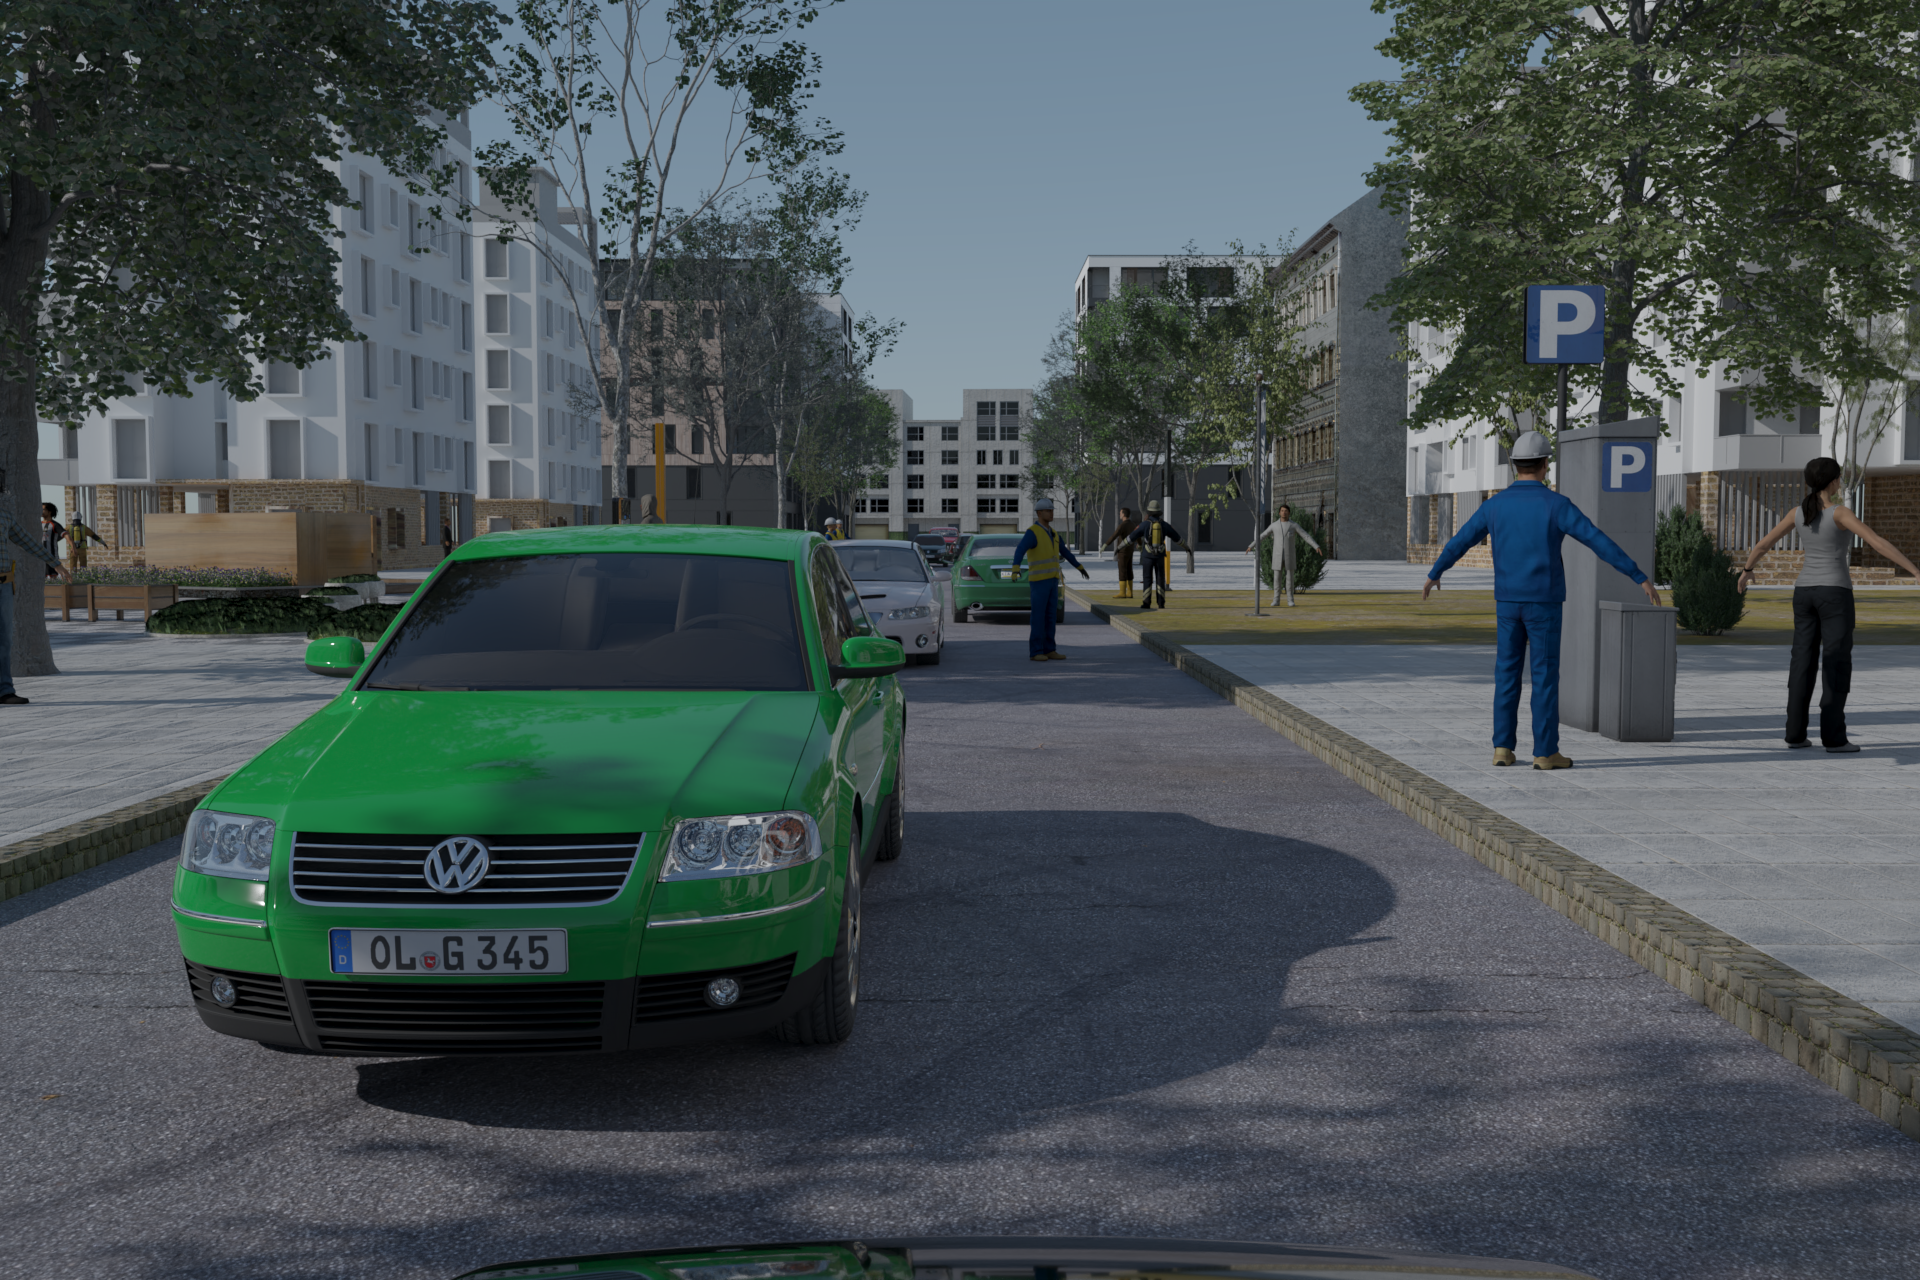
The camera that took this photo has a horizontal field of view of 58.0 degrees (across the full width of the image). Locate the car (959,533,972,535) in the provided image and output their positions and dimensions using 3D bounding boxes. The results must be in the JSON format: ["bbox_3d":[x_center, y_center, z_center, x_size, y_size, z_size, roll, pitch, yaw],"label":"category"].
[{"bbox_3d":[0.324,-6.113,108.994,2.155,1.783,4.494,0,4,0],"label":"car"}]

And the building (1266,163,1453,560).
[{"bbox_3d":[27.598,-15.999,92.509,19.493,23.208,18.063,0,4,1],"label":"building"}]

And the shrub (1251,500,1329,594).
[{"bbox_3d":[7.062,-1.994,37.017,1.690,2.028,1.600,0,3,0],"label":"shrub"}]

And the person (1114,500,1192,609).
[{"bbox_3d":[3.331,-1.467,29.763,1.354,1.856,0.705,0,4,-4],"label":"person"}]

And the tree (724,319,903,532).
[{"bbox_3d":[-8.472,-11.591,99.883,12.009,13.543,11.850,0,3,0],"label":"tree"}]

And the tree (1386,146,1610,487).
[{"bbox_3d":[10.211,-4.980,31.789,4.737,8.622,4.395,0,3,0],"label":"tree"}]

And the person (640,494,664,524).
[{"bbox_3d":[-4.177,-1.045,23.214,0.705,1.813,1.348,1,4,13],"label":"person"}]

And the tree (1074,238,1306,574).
[{"bbox_3d":[7.281,-7.417,55.672,8.767,10.594,7.601,2,4,32],"label":"tree"}]

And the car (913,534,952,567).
[{"bbox_3d":[-1.361,-4.045,75.929,2.009,1.686,4.222,0,4,0],"label":"car"}]

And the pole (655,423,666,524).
[{"bbox_3d":[-5.504,-2.327,31.894,0.158,3.312,0.155,0,3,0],"label":"pole"}]

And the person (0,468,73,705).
[{"bbox_3d":[-7.224,-0.431,12.886,0.704,1.849,1.345,1,4,19],"label":"person"}]

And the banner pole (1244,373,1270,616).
[{"bbox_3d":[4.662,-2.252,26.840,0.401,3.779,0.863,0,4,1],"label":"banner pole"}]

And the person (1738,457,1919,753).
[{"bbox_3d":[5.164,-0.213,10.286,0.721,1.737,1.217,-2,4,-32],"label":"person"}]

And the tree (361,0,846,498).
[{"bbox_3d":[-8.518,-11.452,43.124,12.611,20.169,13.585,0,3,0],"label":"tree"}]

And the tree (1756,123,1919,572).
[{"bbox_3d":[14.942,-4.838,29.470,4.360,8.622,3.978,0,3,0],"label":"tree"}]

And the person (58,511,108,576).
[{"bbox_3d":[-22.044,-2.295,43.285,1.354,1.858,0.705,-2,4,-24],"label":"person"}]

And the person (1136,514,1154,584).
[{"bbox_3d":[4.850,-2.356,44.793,0.705,1.796,1.348,-1,4,-10],"label":"person"}]

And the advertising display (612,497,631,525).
[{"bbox_3d":[-5.999,-1.562,30.746,0.123,1.923,0.974,0,4,2],"label":"advertising display"}]

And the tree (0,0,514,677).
[{"bbox_3d":[-8.741,-6.650,15.387,9.857,13.997,8.962,0,3,0],"label":"tree"}]

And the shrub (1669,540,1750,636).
[{"bbox_3d":[9.475,-0.662,21.936,1.383,1.207,1.383,0,3,0],"label":"shrub"}]

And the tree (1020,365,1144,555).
[{"bbox_3d":[7.610,-10.979,105.267,9.928,11.665,9.643,0,3,0],"label":"tree"}]

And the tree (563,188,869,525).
[{"bbox_3d":[-8.380,-9.227,61.227,12.009,13.543,11.850,0,3,0],"label":"tree"}]

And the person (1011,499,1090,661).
[{"bbox_3d":[0.978,-0.687,19.652,0.705,1.833,1.349,3,5,41],"label":"person"}]

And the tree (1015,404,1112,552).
[{"bbox_3d":[7.363,-11.483,122.158,7.601,10.594,8.767,0,4,-5],"label":"tree"}]

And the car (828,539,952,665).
[{"bbox_3d":[-1.126,-0.497,20.482,2.083,1.381,4.827,0,4,0],"label":"car"}]

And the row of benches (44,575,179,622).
[{"bbox_3d":[-13.564,-0.630,25.759,4.104,0.672,1.422,1,4,16],"label":"row of benches"}]

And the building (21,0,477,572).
[{"bbox_3d":[-25.267,-12.393,59.041,16.016,20.090,11.380,0,4,1],"label":"building"}]

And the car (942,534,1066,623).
[{"bbox_3d":[0.764,-1.076,29.388,2.131,1.459,4.920,0,4,-1],"label":"car"}]

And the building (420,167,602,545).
[{"bbox_3d":[-26.378,-14.324,90.611,16.016,20.090,11.380,0,4,-1],"label":"building"}]

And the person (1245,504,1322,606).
[{"bbox_3d":[5.767,-1.507,30.829,1.347,1.806,0.705,1,4,15],"label":"person"}]

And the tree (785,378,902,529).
[{"bbox_3d":[-7.613,-11.314,110.735,9.928,11.665,9.643,0,3,0],"label":"tree"}]

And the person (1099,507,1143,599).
[{"bbox_3d":[3.272,-1.736,34.516,0.704,1.812,1.346,3,5,42],"label":"person"}]

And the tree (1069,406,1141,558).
[{"bbox_3d":[7.435,-8.698,92.576,4.360,8.622,3.978,0,3,0],"label":"tree"}]

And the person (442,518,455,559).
[{"bbox_3d":[-17.059,-3.150,57.735,0.704,1.802,1.346,-1,4,-8],"label":"person"}]

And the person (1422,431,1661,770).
[{"bbox_3d":[3.143,-0.224,9.535,1.347,1.842,0.705,3,5,41],"label":"person"}]

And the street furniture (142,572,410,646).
[{"bbox_3d":[-7.747,-0.560,24.790,5.734,0.657,10.072,0,4,-1],"label":"street furniture"}]

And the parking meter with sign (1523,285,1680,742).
[{"bbox_3d":[4.243,-0.927,11.416,0.543,3.016,1.738,0,4,0],"label":"parking meter with sign"}]

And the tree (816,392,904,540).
[{"bbox_3d":[-7.658,-12.093,123.468,9.928,11.665,9.643,0,3,0],"label":"tree"}]

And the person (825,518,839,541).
[{"bbox_3d":[-2.582,-1.656,35.992,0.721,1.772,1.216,1,4,9],"label":"person"}]

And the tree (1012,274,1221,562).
[{"bbox_3d":[7.497,-10.438,81.034,12.009,13.543,11.850,0,3,0],"label":"tree"}]

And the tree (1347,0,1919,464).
[{"bbox_3d":[7.754,-6.207,19.606,7.486,12.596,7.792,0,3,0],"label":"tree"}]

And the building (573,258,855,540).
[{"bbox_3d":[-24.041,-18.413,145.033,27.936,21.610,32.646,0,4,1],"label":"building"}]

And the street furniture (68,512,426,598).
[{"bbox_3d":[-16.231,-1.931,38.425,9.812,1.723,11.010,2,4,31],"label":"street furniture"}]

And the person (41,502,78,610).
[{"bbox_3d":[-15.506,-1.423,29.408,1.345,1.843,0.704,1,4,15],"label":"person"}]

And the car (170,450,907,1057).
[{"bbox_3d":[-1.149,0.154,6.285,1.959,1.807,4.718,0,4,1],"label":"car"}]

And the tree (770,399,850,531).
[{"bbox_3d":[-8.473,-8.697,92.556,4.360,8.622,3.978,0,3,0],"label":"tree"}]

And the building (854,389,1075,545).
[{"bbox_3d":[0.771,-21.336,217.760,31.486,18.905,16.747,0,4,3],"label":"building"}]

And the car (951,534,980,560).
[{"bbox_3d":[0.542,-4.396,81.654,2.009,1.686,4.222,0,4,0],"label":"car"}]

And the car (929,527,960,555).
[{"bbox_3d":[-0.870,-5.220,94.017,2.281,1.827,5.304,0,4,0],"label":"car"}]

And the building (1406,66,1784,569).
[{"bbox_3d":[24.750,-13.327,74.324,16.016,20.090,11.380,0,4,1],"label":"building"}]

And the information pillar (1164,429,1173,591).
[{"bbox_3d":[4.666,-2.910,38.937,0.183,3.616,0.504,0,4,-1],"label":"information pillar"}]

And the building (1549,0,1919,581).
[{"bbox_3d":[24.756,-12.181,55.583,16.016,20.090,11.380,0,4,1],"label":"building"}]

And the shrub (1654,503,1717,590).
[{"bbox_3d":[16.533,-2.164,39.807,1.690,2.028,1.600,0,3,0],"label":"shrub"}]

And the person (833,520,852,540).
[{"bbox_3d":[-4.074,-3.235,59.352,0.721,1.772,1.216,3,5,42],"label":"person"}]

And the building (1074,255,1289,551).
[{"bbox_3d":[23.263,-18.308,143.311,27.936,21.610,32.646,0,4,0],"label":"building"}]

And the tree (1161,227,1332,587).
[{"bbox_3d":[7.168,-5.612,42.123,4.737,8.622,4.395,0,3,0],"label":"tree"}]

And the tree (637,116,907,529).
[{"bbox_3d":[-8.923,-13.725,80.293,12.611,20.169,13.585,0,3,0],"label":"tree"}]

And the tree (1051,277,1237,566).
[{"bbox_3d":[7.518,-8.844,70.361,9.928,11.665,9.643,0,3,0],"label":"tree"}]
